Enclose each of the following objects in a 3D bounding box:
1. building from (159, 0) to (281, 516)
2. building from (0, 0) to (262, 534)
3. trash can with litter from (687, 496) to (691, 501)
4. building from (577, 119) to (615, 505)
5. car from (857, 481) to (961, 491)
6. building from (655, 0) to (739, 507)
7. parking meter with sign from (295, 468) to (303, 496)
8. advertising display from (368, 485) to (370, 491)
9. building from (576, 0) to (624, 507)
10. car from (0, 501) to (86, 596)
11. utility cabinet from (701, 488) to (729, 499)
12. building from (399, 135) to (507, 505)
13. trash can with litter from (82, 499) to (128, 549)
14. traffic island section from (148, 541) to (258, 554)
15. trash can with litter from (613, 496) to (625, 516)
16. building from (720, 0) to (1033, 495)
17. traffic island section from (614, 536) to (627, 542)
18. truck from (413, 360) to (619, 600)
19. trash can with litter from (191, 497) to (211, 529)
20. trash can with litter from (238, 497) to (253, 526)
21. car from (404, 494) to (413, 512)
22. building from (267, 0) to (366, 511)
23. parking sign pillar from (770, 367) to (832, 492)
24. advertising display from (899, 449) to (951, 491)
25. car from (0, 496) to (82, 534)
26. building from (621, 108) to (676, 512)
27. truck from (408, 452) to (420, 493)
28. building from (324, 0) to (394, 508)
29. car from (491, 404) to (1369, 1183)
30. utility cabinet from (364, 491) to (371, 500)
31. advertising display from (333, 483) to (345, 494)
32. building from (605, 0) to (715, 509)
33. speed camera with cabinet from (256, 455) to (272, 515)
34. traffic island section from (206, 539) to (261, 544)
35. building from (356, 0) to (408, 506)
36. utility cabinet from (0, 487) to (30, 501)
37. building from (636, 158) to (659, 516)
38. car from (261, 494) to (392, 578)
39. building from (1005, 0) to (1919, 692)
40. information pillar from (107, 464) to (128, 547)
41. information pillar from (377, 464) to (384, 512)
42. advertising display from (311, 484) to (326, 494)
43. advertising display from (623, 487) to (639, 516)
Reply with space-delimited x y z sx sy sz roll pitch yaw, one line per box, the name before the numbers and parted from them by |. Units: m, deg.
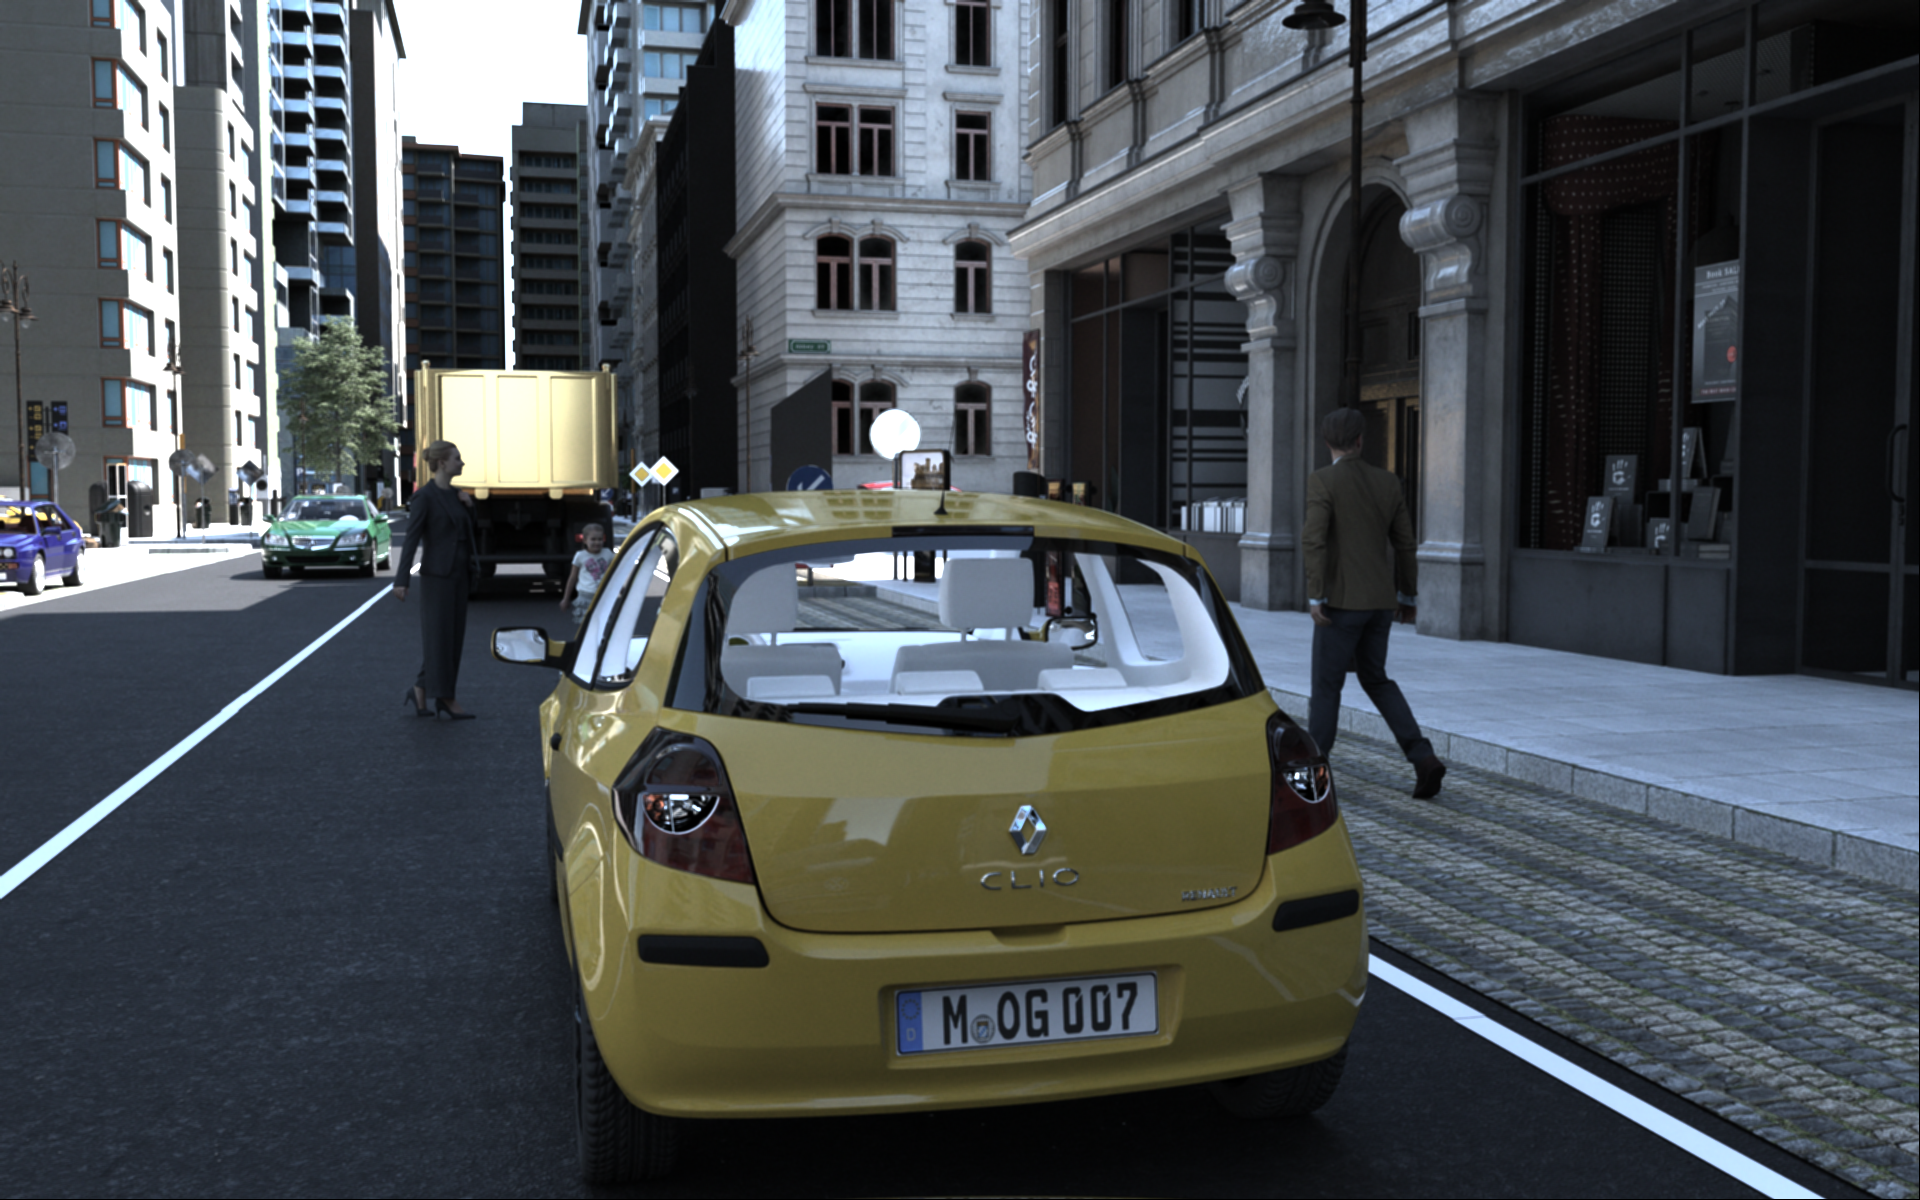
building | -46.047 -25.156 94.895 14.154 41.232 14.086 -1 4 -14
building | -43.377 -13.473 65.315 27.650 21.520 28.899 -1 4 -14
trash can with litter | -10.941 -3.587 69.698 1.678 1.210 2.233 -1 4 -12
building | -35.459 -31.200 193.706 14.154 41.232 14.086 -1 4 -14
car | -0.814 -2.540 50.208 5.304 1.827 2.281 -1 4 -16
building | -7.021 -15.275 79.419 12.332 23.373 15.834 -1 4 -14
parking meter with sign | -43.288 -7.182 113.681 0.543 3.016 1.738 -1 4 -21
advertising display | -41.505 -7.123 121.676 0.123 1.923 0.974 -1 4 -17
building | -23.163 -35.801 174.578 28.713 52.752 27.495 -1 4 -14
car | -14.046 -0.775 25.251 1.945 1.354 3.894 -1 4 -15
utility cabinet | -8.938 -3.326 63.052 1.173 1.500 0.318 3 4 39
building | -70.480 -34.166 213.231 28.867 44.769 22.147 -1 4 -14
trash can with litter | -20.114 -1.785 40.580 0.624 1.170 1.055 2 4 28
traffic island section | -18.682 -1.251 42.740 2.009 0.180 2.903 -1 4 -14
trash can with litter | -19.725 -5.398 99.652 1.055 1.170 0.624 -1 4 -19
building | 3.605 -16.887 63.491 23.554 28.519 14.401 -1 4 -14
traffic island section | -9.745 -1.896 53.282 2.009 0.180 2.903 -1 4 -14
truck | -6.928 -1.908 27.115 3.469 3.379 9.791 -1 4 -14
trash can with litter | -27.732 -3.162 63.093 1.055 1.170 0.624 3 5 42
trash can with litter | -28.547 -3.527 69.056 0.624 1.170 1.055 -2 4 -32
car | -42.993 -7.801 137.334 2.009 1.686 4.222 -1 4 -14
building | -57.815 -50.172 132.978 22.319 86.520 31.000 -1 4 -14
parking sign pillar | -3.395 -2.968 36.994 1.447 3.967 1.447 -1 4 -10
advertising display | -0.513 -1.216 25.095 0.123 1.923 0.974 -3 5 -44
car | -24.512 -2.062 43.940 3.980 1.641 2.015 -1 4 -15
building | -15.014 -20.138 116.650 14.401 28.519 23.554 -1 4 -14
truck | -29.686 -6.719 98.763 2.839 4.237 11.283 -1 4 -14
building | -59.491 -31.009 157.100 14.600 45.320 14.200 -1 4 -14
car | -0.359 0.309 5.176 2.015 1.641 3.980 -1 4 -15
utility cabinet | -41.079 -6.819 120.166 0.318 1.500 1.173 -1 4 -9
advertising display | -35.485 -5.734 98.961 0.974 1.923 0.123 2 4 35
building | -18.038 -32.204 146.143 23.786 49.044 30.456 -1 4 -14
speed camera with cabinet | -36.053 -5.725 87.935 2.038 3.252 0.660 0 4 -3
traffic island section | -20.680 -1.724 50.472 2.009 0.180 2.903 -1 4 -14
building | -71.356 -35.971 177.358 27.495 52.752 28.713 -1 4 -14
utility cabinet | -29.752 -2.784 54.197 1.173 1.500 0.318 0 4 1
building | -12.272 -15.093 95.929 9.793 20.994 18.267 -1 4 -14
car | -11.377 -1.193 31.302 2.131 1.459 4.920 -1 4 -13
building | 5.628 -10.756 26.770 10.553 20.767 40.483 -1 4 -14
information pillar | -20.450 -2.297 42.049 0.304 2.012 0.304 1 4 16
information pillar | -41.056 -8.032 122.676 0.504 3.616 0.183 -3 5 -44
advertising display | -42.103 -6.636 113.716 0.123 1.923 0.974 3 4 37
advertising display | -19.647 -6.003 103.365 0.974 1.923 0.123 1 4 19
